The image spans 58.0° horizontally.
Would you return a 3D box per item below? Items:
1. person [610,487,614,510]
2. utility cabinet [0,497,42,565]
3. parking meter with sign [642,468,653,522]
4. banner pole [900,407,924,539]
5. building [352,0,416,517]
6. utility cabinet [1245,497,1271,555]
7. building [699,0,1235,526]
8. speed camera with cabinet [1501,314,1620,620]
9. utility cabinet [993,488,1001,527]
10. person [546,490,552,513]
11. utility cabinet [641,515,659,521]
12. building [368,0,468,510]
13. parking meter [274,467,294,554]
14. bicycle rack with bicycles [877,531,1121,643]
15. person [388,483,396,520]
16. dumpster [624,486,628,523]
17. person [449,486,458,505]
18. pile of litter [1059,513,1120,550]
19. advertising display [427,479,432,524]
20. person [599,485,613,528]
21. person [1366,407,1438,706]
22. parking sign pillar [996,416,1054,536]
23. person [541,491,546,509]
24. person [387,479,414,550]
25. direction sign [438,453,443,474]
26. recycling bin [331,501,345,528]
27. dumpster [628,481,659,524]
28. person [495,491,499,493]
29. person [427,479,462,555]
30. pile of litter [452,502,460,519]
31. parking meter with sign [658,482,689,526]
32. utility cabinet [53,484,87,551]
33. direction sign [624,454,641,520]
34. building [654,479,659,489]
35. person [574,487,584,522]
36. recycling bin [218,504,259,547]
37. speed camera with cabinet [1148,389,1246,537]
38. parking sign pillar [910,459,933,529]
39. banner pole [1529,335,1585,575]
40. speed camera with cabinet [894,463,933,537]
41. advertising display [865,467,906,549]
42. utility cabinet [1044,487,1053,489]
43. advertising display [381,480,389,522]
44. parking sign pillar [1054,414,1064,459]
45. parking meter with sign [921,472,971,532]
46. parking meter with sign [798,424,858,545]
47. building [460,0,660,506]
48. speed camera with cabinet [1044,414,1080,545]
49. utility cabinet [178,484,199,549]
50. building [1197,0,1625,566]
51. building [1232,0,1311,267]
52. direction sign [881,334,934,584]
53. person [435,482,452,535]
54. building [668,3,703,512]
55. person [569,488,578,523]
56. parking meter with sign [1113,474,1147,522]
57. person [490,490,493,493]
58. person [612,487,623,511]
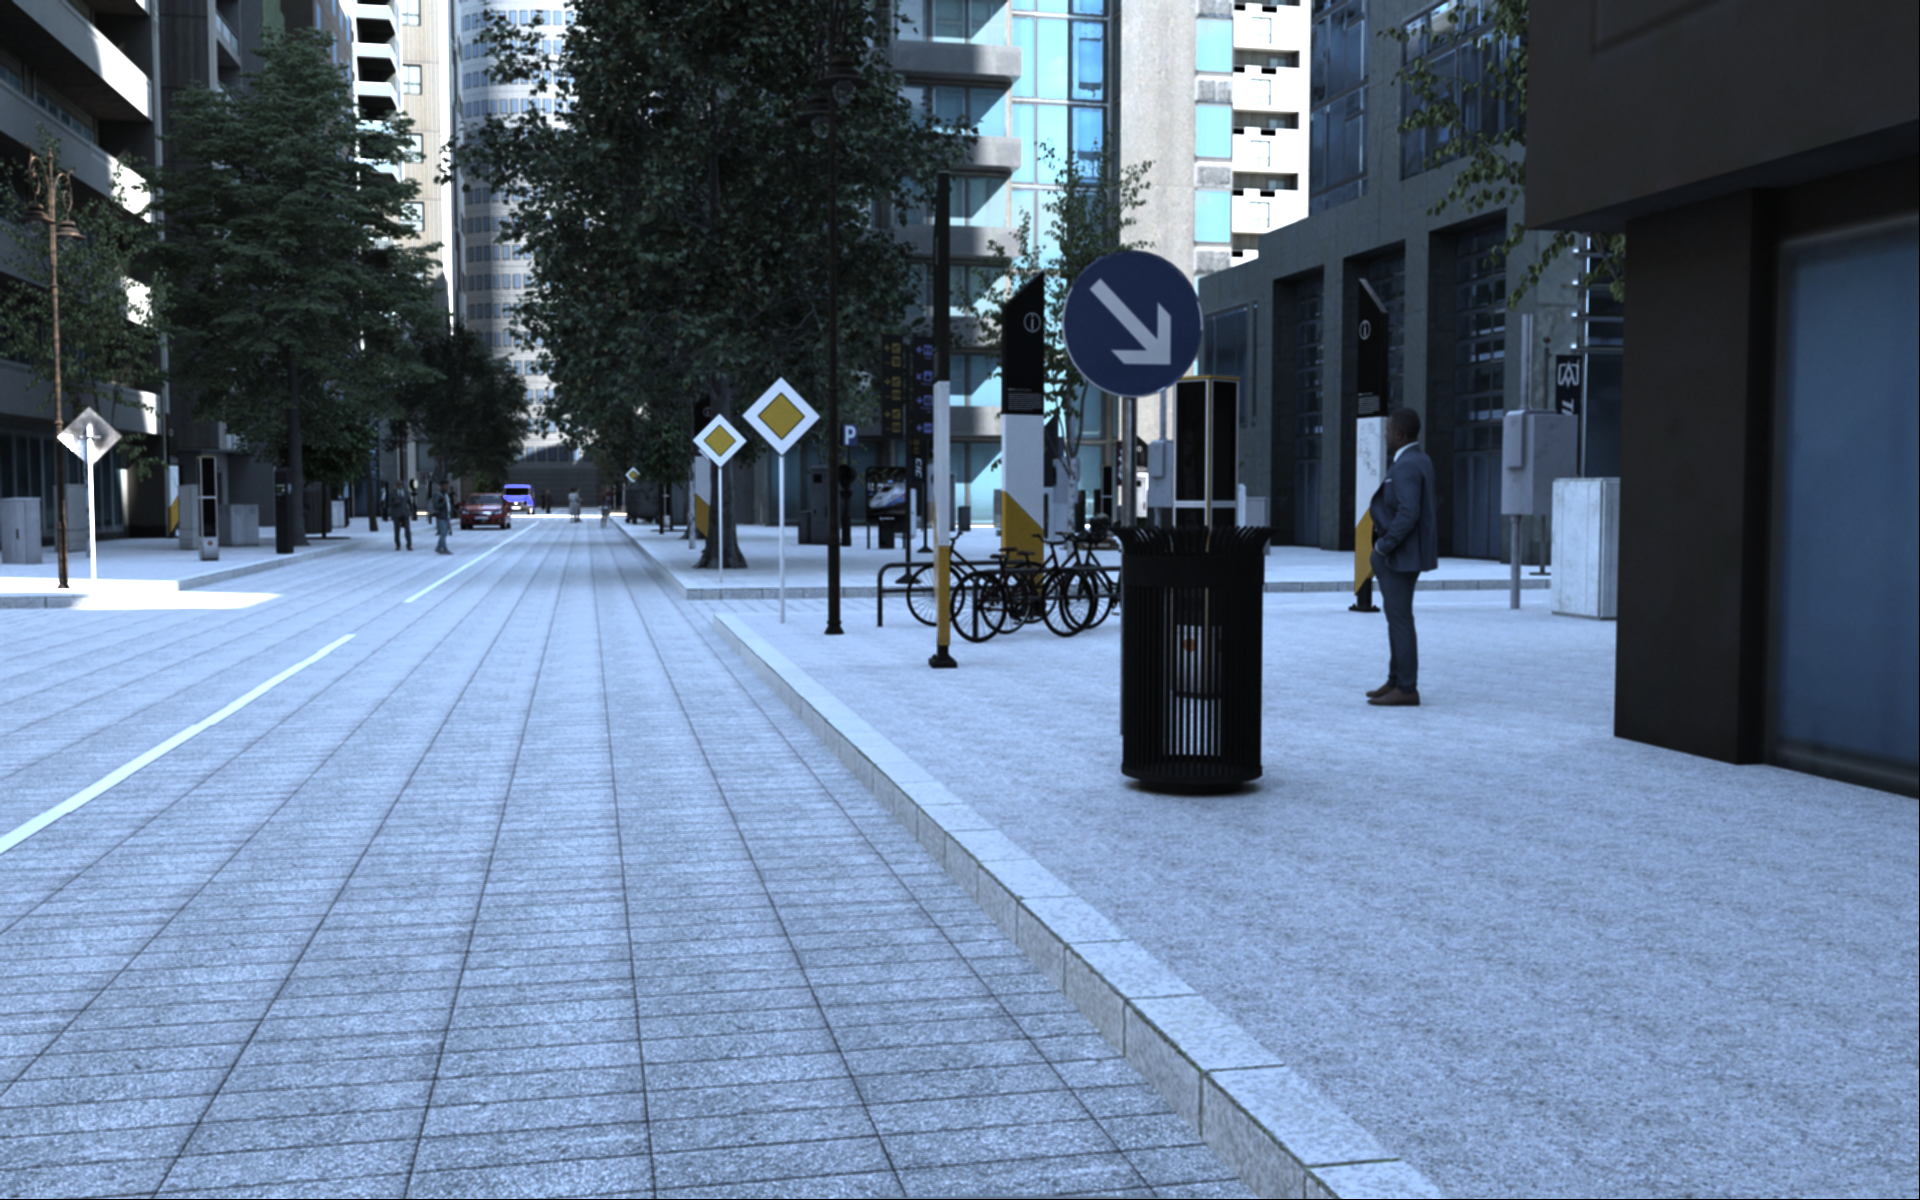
[{"bbox_3d":[-28.352,-8.259,141.015,0.705,1.831,1.348,-1,4,-16],"label":"person"},{"bbox_3d":[-17.284,-1.266,31.859,1.020,1.237,0.306,3,4,38],"label":"utility cabinet"},{"bbox_3d":[-14.498,-5.125,80.048,0.543,3.016,1.738,-1,4,-19],"label":"parking meter with sign"},{"bbox_3d":[-1.313,-3.645,49.606,0.863,3.779,0.401,-2,4,-34],"label":"banner pole"},{"bbox_3d":[-45.489,-48.567,106.737,22.319,86.520,31.000,-1,4,-12],"label":"building"},{"bbox_3d":[6.021,-1.554,36.564,1.020,1.237,0.306,2,4,30],"label":"utility cabinet"},{"bbox_3d":[-1.103,-28.258,81.622,23.786,49.044,30.456,-1,4,-12],"label":"building"},{"bbox_3d":[6.557,-1.478,18.503,0.660,3.252,2.038,-1,4,-12],"label":"speed camera with cabinet"},{"bbox_3d":[1.557,-3.505,65.990,0.318,1.500,1.173,-1,4,-14],"label":"utility cabinet"},{"bbox_3d":[-30.462,-7.299,128.384,0.434,1.755,0.990,0,4,7],"label":"person"},{"bbox_3d":[-14.628,-4.534,82.810,1.173,1.500,0.318,0,3,0],"label":"utility cabinet"},{"bbox_3d":[-57.027,-34.259,149.368,27.495,52.752,28.713,-1,4,-12],"label":"building"},{"bbox_3d":[-14.559,-1.932,37.300,0.255,1.863,0.399,0,4,0],"label":"parking meter"},{"bbox_3d":[0.636,-0.186,16.421,2.925,0.926,2.852,-2,4,-30],"label":"bicycle rack with bicycles"},{"bbox_3d":[-27.698,-4.791,84.559,0.590,1.801,0.661,-1,4,-9],"label":"person"},{"bbox_3d":[-14.236,-4.349,76.858,1.264,1.857,1.865,-1,4,-12],"label":"dumpster"},{"bbox_3d":[-30.222,-5.872,102.761,1.217,1.735,0.721,2,4,33],"label":"person"},{"bbox_3d":[3.155,-1.580,39.791,1.719,0.858,1.176,2,4,35],"label":"pile of litter"},{"bbox_3d":[-22.781,-4.232,74.408,0.123,1.923,0.974,-1,4,-20],"label":"advertising display"},{"bbox_3d":[-14.996,-3.965,73.301,0.580,1.828,0.573,0,4,2],"label":"person"},{"bbox_3d":[2.695,-0.265,10.550,0.419,1.800,0.721,1,4,14],"label":"person"},{"bbox_3d":[1.828,-3.955,53.131,1.447,3.967,1.447,2,4,33],"label":"parking sign pillar"},{"bbox_3d":[-38.975,-9.380,162.668,0.742,1.727,0.445,0,4,4],"label":"person"},{"bbox_3d":[-14.199,-2.164,44.054,0.661,1.801,0.590,-2,4,-31],"label":"person"},{"bbox_3d":[-28.588,-6.325,95.416,0.379,3.537,0.876,0,4,-1],"label":"direction sign"},{"bbox_3d":[-23.767,-3.234,65.424,0.722,1.027,0.722,1,4,19],"label":"recycling bin"},{"bbox_3d":[-13.351,-4.157,73.725,1.264,1.857,1.865,-1,4,-12],"label":"dumpster"},{"bbox_3d":[-23.618,-4.770,88.300,0.330,1.601,0.589,-2,4,-30],"label":"person"},{"bbox_3d":[-12.147,-1.952,40.756,0.721,1.781,0.623,0,4,1],"label":"person"},{"bbox_3d":[-26.691,-4.702,90.849,1.176,0.858,1.719,0,4,-6],"label":"pile of litter"},{"bbox_3d":[-11.456,-4.530,70.324,1.738,3.016,0.543,1,4,16],"label":"parking meter with sign"},{"bbox_3d":[-19.848,-1.836,38.693,0.318,1.500,1.173,0,4,-4],"label":"utility cabinet"},{"bbox_3d":[-16.447,-5.814,87.056,0.876,3.537,0.379,0,4,-1],"label":"direction sign"},{"bbox_3d":[-16.265,-43.342,146.889,20.563,71.187,20.611,-1,4,-12],"label":"building"},{"bbox_3d":[-19.789,-4.966,89.886,0.583,1.804,0.606,-1,4,-19],"label":"person"},{"bbox_3d":[-17.781,-1.843,42.680,0.722,1.027,0.722,3,5,41],"label":"recycling bin"},{"bbox_3d":[3.980,-2.133,29.206,0.660,3.252,2.038,-2,4,-29],"label":"speed camera with cabinet"},{"bbox_3d":[-1.701,-4.685,65.078,1.447,3.967,1.447,0,4,-6],"label":"parking sign pillar"},{"bbox_3d":[9.471,-2.288,27.430,0.863,3.779,0.401,-1,4,-12],"label":"banner pole"},{"bbox_3d":[-1.341,-3.517,51.843,2.038,3.252,0.660,-1,4,-19],"label":"speed camera with cabinet"},{"bbox_3d":[-1.724,-2.164,40.590,0.974,1.923,0.123,-1,4,-13],"label":"advertising display"},{"bbox_3d":[3.123,-2.867,55.558,1.173,1.500,0.318,3,5,40],"label":"utility cabinet"},{"bbox_3d":[-26.919,-4.638,81.044,0.123,1.923,0.974,-2,4,-31],"label":"advertising display"},{"bbox_3d":[2.996,-4.306,58.869,1.447,3.967,1.447,-2,4,-34],"label":"parking sign pillar"},{"bbox_3d":[-0.516,-3.869,59.512,1.738,3.016,0.543,-1,4,-19],"label":"parking meter with sign"},{"bbox_3d":[-3.402,-2.910,43.839,1.738,3.016,0.543,3,5,40],"label":"parking meter with sign"},{"bbox_3d":[-42.439,-39.694,190.989,28.212,58.520,21.231,-1,4,-12],"label":"building"},{"bbox_3d":[2.525,-3.003,43.429,0.660,3.252,2.038,0,4,-6],"label":"speed camera with cabinet"},{"bbox_3d":[-17.815,-1.926,40.168,0.318,1.500,1.173,-1,4,-9],"label":"utility cabinet"},{"bbox_3d":[22.968,-44.636,42.478,31.000,86.520,22.319,-1,4,-12],"label":"building"},{"bbox_3d":[28.592,-35.447,168.800,27.495,52.752,28.713,-1,4,-12],"label":"building"},{"bbox_3d":[-0.744,-2.007,24.808,0.876,3.537,0.379,-2,4,-34],"label":"direction sign"},{"bbox_3d":[-17.961,-3.161,60.042,0.748,1.841,0.638,3,5,41],"label":"person"},{"bbox_3d":[-9.795,-28.687,123.658,22.147,44.769,28.867,-1,4,-12],"label":"building"},{"bbox_3d":[-19.292,-4.730,86.411,0.480,1.755,0.524,-1,4,-23],"label":"person"},{"bbox_3d":[6.718,-4.266,66.009,1.738,3.016,0.543,-1,4,-20],"label":"parking meter with sign"},{"bbox_3d":[-41.827,-9.045,154.851,0.530,1.710,0.541,-3,5,-39],"label":"person"},{"bbox_3d":[-26.691,-7.890,135.064,1.348,1.821,0.705,1,4,15],"label":"person"}]
